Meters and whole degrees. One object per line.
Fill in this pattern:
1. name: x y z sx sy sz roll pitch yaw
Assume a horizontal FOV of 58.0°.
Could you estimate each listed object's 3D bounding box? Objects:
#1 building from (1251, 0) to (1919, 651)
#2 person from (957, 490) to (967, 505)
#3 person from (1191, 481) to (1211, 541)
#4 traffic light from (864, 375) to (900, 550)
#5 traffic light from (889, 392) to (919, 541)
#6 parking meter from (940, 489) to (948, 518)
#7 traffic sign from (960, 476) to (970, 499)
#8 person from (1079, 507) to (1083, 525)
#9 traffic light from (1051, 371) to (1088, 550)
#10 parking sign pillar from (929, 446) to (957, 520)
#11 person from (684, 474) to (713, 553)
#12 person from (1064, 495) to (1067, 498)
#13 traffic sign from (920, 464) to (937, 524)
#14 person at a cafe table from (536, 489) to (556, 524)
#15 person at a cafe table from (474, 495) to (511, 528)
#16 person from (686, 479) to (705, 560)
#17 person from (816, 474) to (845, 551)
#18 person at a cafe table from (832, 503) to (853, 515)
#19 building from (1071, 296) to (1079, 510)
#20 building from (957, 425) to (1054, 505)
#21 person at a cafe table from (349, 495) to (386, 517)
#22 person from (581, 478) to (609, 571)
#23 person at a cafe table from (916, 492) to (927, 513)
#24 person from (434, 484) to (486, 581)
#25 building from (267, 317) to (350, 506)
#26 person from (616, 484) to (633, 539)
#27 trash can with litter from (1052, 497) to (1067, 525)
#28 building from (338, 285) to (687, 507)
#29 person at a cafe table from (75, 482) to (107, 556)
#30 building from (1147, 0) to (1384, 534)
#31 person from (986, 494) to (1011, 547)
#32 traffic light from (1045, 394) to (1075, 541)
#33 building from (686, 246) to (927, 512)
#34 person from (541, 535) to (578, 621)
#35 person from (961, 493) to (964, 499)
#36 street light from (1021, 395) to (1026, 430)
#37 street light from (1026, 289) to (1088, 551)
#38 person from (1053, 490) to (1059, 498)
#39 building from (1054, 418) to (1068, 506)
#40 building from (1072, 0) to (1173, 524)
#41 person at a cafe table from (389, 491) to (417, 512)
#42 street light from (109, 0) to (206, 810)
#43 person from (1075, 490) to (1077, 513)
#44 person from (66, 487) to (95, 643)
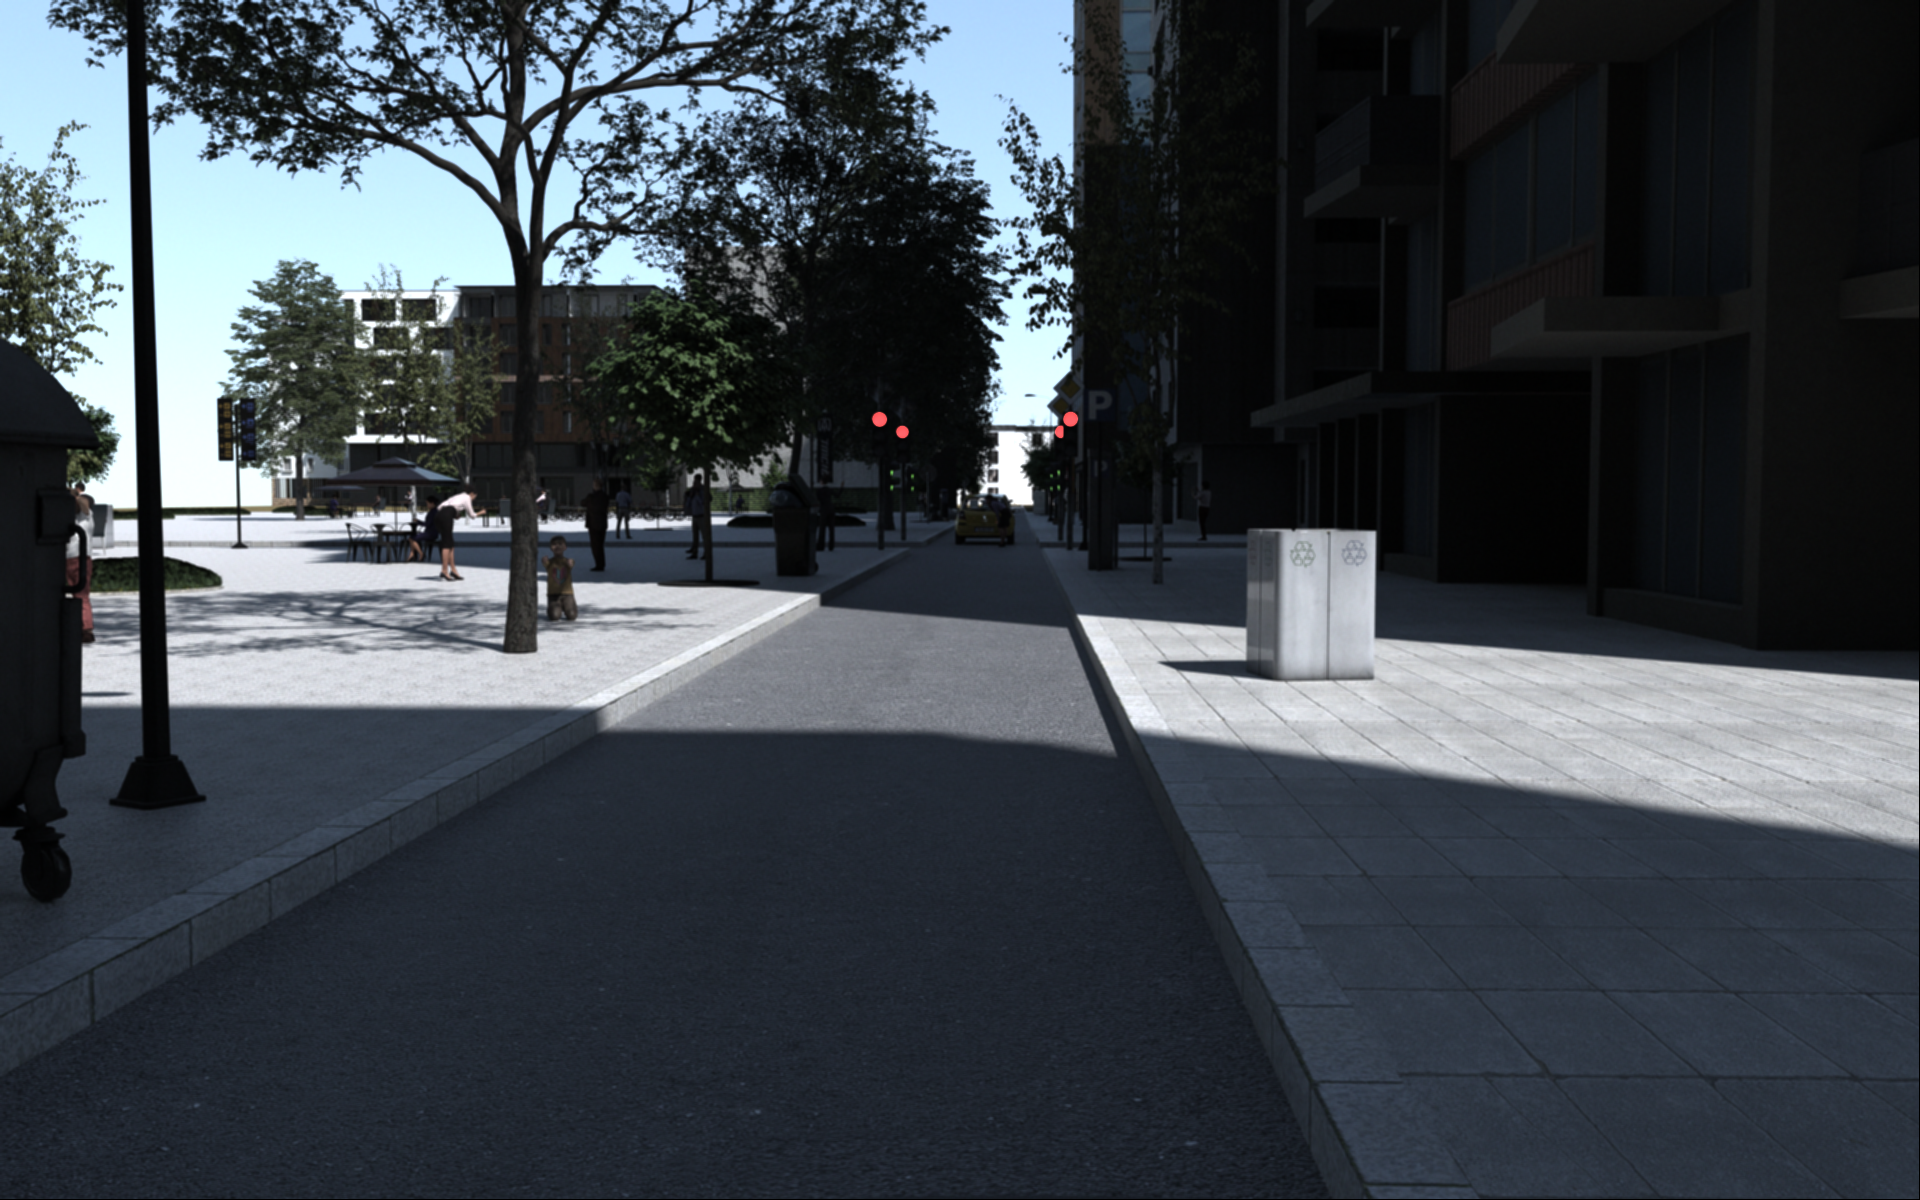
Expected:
1. building: 16.405 -22.397 20.817 22.147 44.769 28.867 0 4 2
2. person: 0.235 -9.219 157.491 1.217 1.735 0.721 1 4 9
3. person: 6.644 -2.462 47.751 0.517 1.644 0.566 0 4 -3
4. traffic light: -1.801 -3.109 39.746 0.839 4.253 0.868 0 4 2
5. traffic light: -1.546 -3.597 47.727 0.839 4.253 0.868 0 4 2
6. parking meter: -0.751 -4.538 82.602 0.372 1.533 0.369 0 3 0
7. traffic sign: 0.287 -7.433 121.638 0.768 2.556 0.104 0 4 5
8. person: 5.140 -3.915 70.987 0.436 1.711 0.756 -1 4 -10
9. traffic light: 2.498 -3.101 39.625 0.839 4.253 0.868 0 4 2
10. parking sign pillar: -0.805 -5.988 86.371 1.447 3.967 1.447 0 4 4
11. person: -5.709 -1.885 37.688 0.655 1.722 0.431 -3 5 -39
12. person: 9.311 -9.456 160.655 1.348 1.822 0.705 3 4 36
13. traffic sign: -1.365 -4.538 74.304 0.768 2.556 0.104 1 4 9
14. person at a cafe table: -18.317 -4.076 75.161 1.622 1.524 1.698 2 4 24
15. person at a cafe table: -17.803 -3.444 67.170 1.698 1.238 1.726 -2 4 -26
16. person: -5.147 -1.585 34.021 0.516 1.574 0.319 3 5 44
17. person: -2.961 -1.973 39.111 0.445 1.727 0.742 3 5 39
18. person at a cafe table: -7.894 -5.957 108.251 1.698 1.238 1.726 -3 5 -42
19. building: 17.870 -16.714 139.725 16.747 18.905 31.486 0 4 2
20. building: 6.868 -16.654 214.447 28.070 9.664 9.099 0 4 2
21. person at a cafe table: -33.615 -5.390 98.994 1.726 1.238 1.698 2 4 24
22. person: -6.087 -1.259 28.895 0.388 1.546 0.482 3 4 38
23. person at a cafe table: -2.241 -6.768 119.179 1.622 1.524 1.698 1 4 23
24. person: -7.449 -1.010 25.745 0.628 1.438 0.799 0 4 0
25. building: -67.361 -20.448 190.749 11.380 20.091 16.016 0 4 2
26. person: -9.692 -2.555 49.888 0.516 1.574 0.319 1 4 20
27. trash can with litter: 4.215 -3.774 73.096 0.624 1.170 1.055 1 4 11
28. building: -45.560 -20.780 183.733 32.646 21.610 27.936 0 4 2
29. person at a cafe table: -18.700 -1.703 36.353 1.622 1.524 1.698 1 4 16
30. building: 13.771 -17.472 57.370 14.107 30.474 14.160 0 4 2
31. person: 1.037 -2.152 46.917 0.697 1.427 0.421 1 4 8
32. traffic light: 2.754 -3.589 47.606 0.839 4.253 0.868 0 4 2
33. building: -10.723 -16.685 139.264 16.747 18.905 31.486 0 4 2
34. person: -4.066 -0.222 17.590 0.347 0.859 0.695 -1 4 -13
35. person: 0.405 -8.380 146.285 0.697 1.427 0.421 2 4 29
36. street light: 3.685 -6.606 80.550 1.470 5.913 1.316 0 4 2
37. street light: 2.310 -4.083 39.303 1.470 5.913 1.316 0 4 2
38. person: 7.636 -8.113 138.559 0.599 1.838 0.709 -2 4 -24
39. building: 15.054 -14.643 181.556 9.099 9.664 28.070 0 4 2
40. building: 12.357 -26.256 79.389 14.600 45.320 14.200 0 4 2
41. person at a cafe table: -39.437 -7.008 123.094 1.622 1.524 1.698 -3 5 -40
42. street light: -2.797 -2.108 7.003 1.470 5.913 1.316 0 4 2
43. person: 7.780 -6.909 119.133 0.434 1.807 0.598 -2 4 -31
44. person: -7.673 -0.311 15.043 0.435 1.345 0.340 1 4 17
